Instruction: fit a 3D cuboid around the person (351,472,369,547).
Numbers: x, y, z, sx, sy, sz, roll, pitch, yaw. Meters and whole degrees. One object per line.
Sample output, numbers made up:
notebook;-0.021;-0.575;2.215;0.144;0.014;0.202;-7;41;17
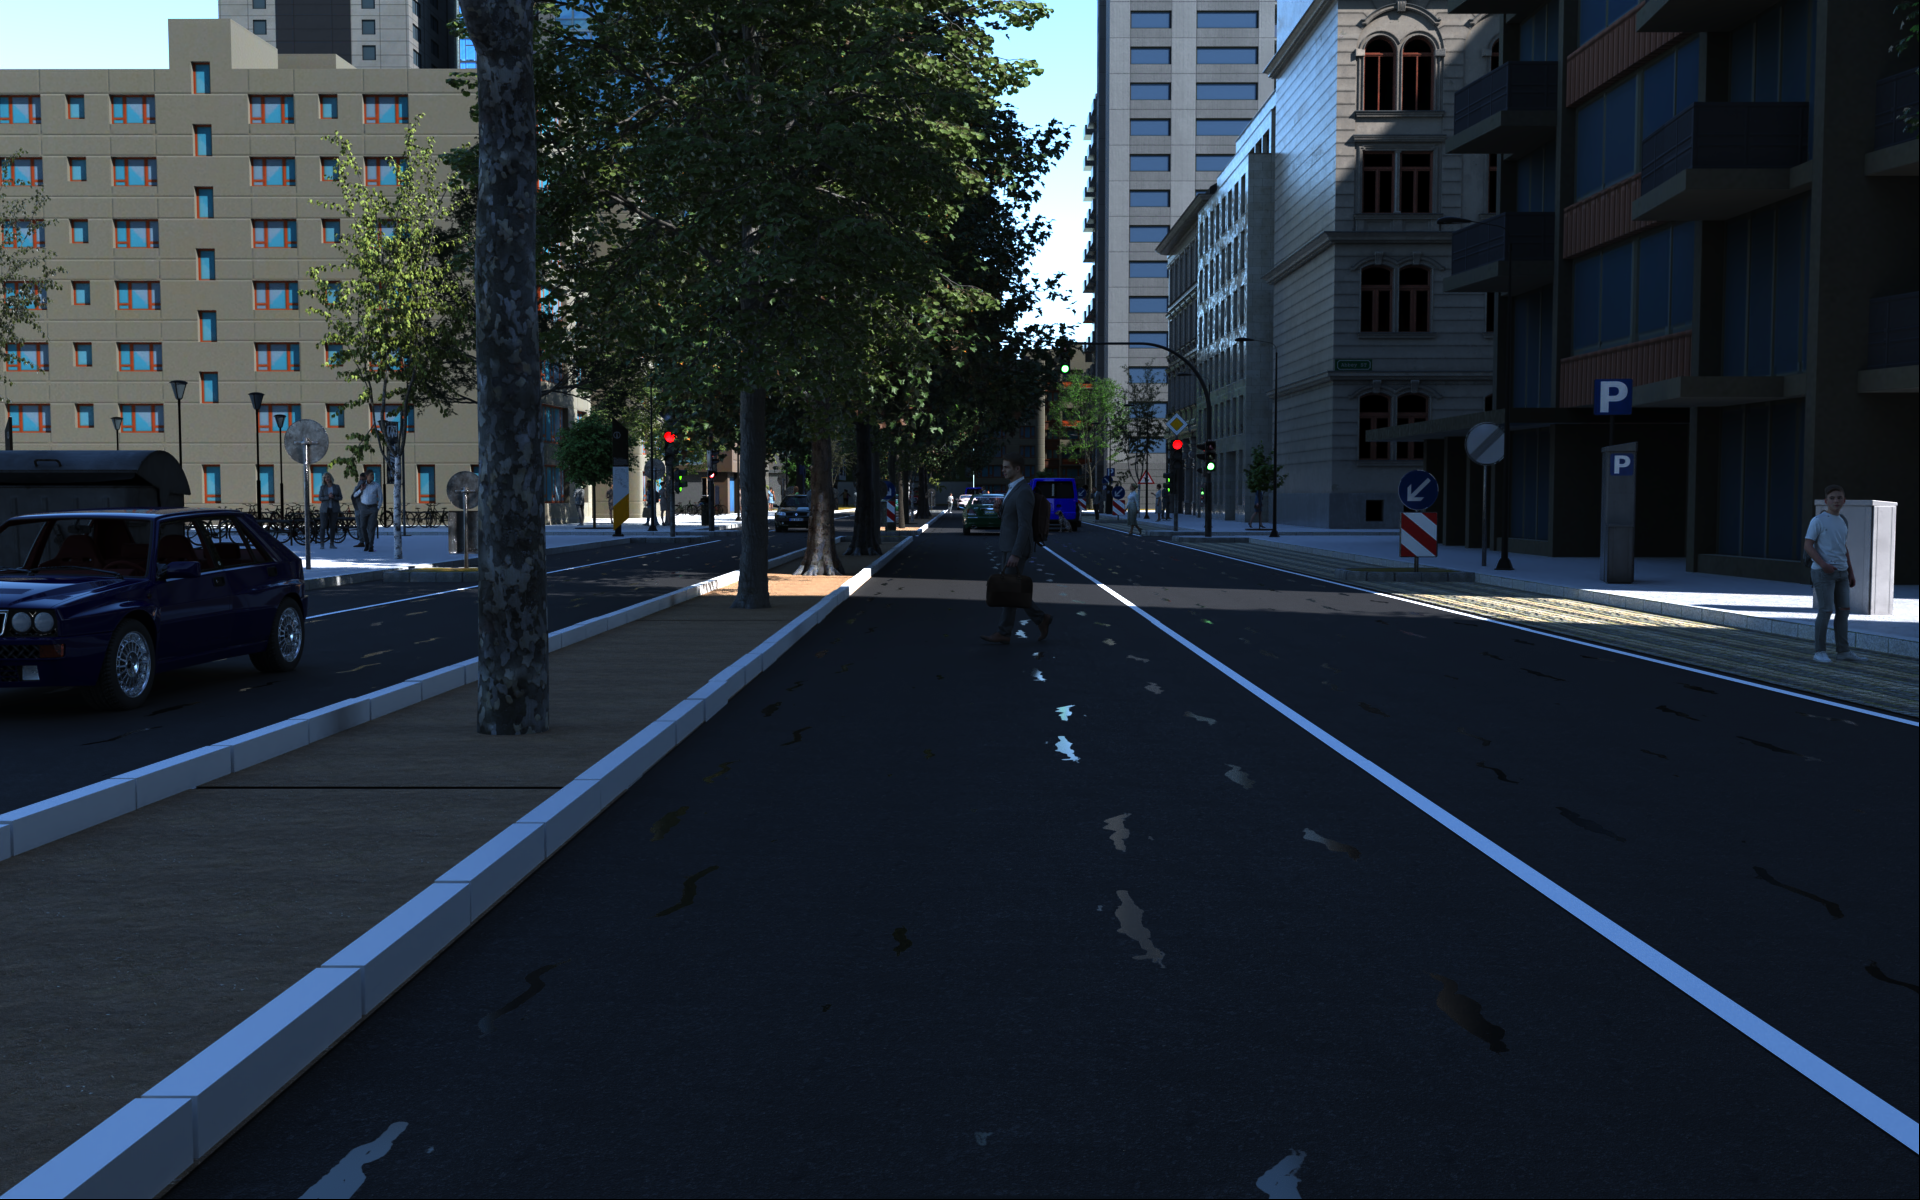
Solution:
person;-14.438;-2.176;41.799;0.511;1.800;0.466;0;4;4

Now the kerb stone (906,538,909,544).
kerb stone;-1.525;-1.534;47.272;0.120;0.150;1.000;0;4;0

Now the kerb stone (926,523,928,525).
kerb stone;-1.434;-2.885;69.364;0.120;0.150;1.000;0;4;0

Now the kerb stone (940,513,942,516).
kerb stone;-1.317;-4.953;103.171;0.120;0.150;1.000;0;4;0

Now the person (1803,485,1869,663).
person;7.426;-0.221;14.716;0.523;1.515;0.503;3;4;37

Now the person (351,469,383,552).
person;-13.244;-1.991;38.702;0.679;1.850;0.850;-1;4;-15

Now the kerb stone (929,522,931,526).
kerb stone;-1.423;-3.136;73.461;0.120;0.150;1.000;0;4;0

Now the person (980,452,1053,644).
person;0.571;-0.495;16.563;0.822;1.834;0.622;-1;4;-20

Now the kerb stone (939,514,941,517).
kerb stone;-1.322;-4.762;100.102;0.120;0.150;1.000;0;4;0

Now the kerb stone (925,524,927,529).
kerb stone;-1.450;-2.759;67.310;0.120;0.150;1.000;0;4;0

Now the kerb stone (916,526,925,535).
kerb stone;-1.464;-2.570;64.236;0.120;0.150;1.000;0;4;0

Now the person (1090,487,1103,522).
person;6.954;-4.876;88.409;0.473;1.802;0.592;-2;4;-31

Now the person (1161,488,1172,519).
person;10.674;-5.080;89.271;0.590;1.801;0.661;2;4;34

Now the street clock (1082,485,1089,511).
street clock;9.634;-7.856;133.009;0.471;2.002;0.358;0;4;5

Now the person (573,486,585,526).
person;-15.554;-3.938;70.610;0.537;1.800;0.526;-3;5;-43

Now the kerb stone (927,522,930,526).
kerb stone;-1.431;-3.010;71.412;0.120;0.150;1.000;0;4;0

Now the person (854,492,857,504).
person;-7.310;-7.070;124.187;0.635;1.810;0.391;0;4;8

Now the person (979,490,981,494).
person;1.373;-7.064;124.560;0.524;1.755;0.480;3;4;37

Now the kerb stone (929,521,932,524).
kerb stone;-1.417;-3.261;75.506;0.120;0.150;1.000;0;4;0

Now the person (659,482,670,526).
person;-11.834;-3.862;69.533;0.599;1.781;0.374;3;5;41

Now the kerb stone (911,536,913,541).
kerb stone;-1.510;-1.721;50.338;0.120;0.150;1.000;0;4;0

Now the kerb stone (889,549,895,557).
kerb stone;-1.556;-0.969;38.052;0.120;0.150;1.000;0;4;0

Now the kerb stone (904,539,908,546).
kerb stone;-1.530;-1.471;46.247;0.120;0.150;1.000;0;4;0

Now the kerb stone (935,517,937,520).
kerb stone;-1.375;-4.013;87.802;0.120;0.150;1.000;0;4;0

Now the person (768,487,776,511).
person;-14.112;-7.553;129.622;0.616;1.811;0.778;0;3;0

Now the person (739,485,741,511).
person;-11.866;-5.359;93.999;0.374;1.781;0.599;3;5;44

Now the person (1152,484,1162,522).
person;9.191;-4.545;80.928;0.524;1.755;0.480;0;4;-1

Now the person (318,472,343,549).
person;-14.767;-2.105;40.648;0.537;1.800;0.526;-1;4;-19

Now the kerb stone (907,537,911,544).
kerb stone;-1.521;-1.596;48.294;0.120;0.150;1.000;0;4;0

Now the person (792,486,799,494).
person;-7.464;-4.301;79.070;0.529;1.795;0.600;0;4;-3

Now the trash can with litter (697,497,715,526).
trash can with litter;-10.267;-3.593;70.132;0.624;1.170;1.055;0;4;-2

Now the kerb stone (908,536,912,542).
kerb stone;-1.512;-1.659;49.316;0.120;0.150;1.000;0;4;0

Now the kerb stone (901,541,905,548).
kerb stone;-1.534;-1.346;44.203;0.120;0.150;1.000;0;4;0

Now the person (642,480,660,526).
person;-12.063;-3.759;67.479;0.713;1.824;0.794;0;4;-3

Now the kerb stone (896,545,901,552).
kerb stone;-1.551;-1.158;41.124;0.120;0.150;1.000;0;4;0

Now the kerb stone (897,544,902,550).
kerb stone;-1.545;-1.220;42.147;0.120;0.150;1.000;0;4;0

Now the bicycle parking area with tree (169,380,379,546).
bicycle parking area with tree;-19.942;-3.636;46.445;9.016;4.147;8.231;1;4;12

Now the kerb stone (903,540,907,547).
kerb stone;-1.534;-1.403;45.225;0.120;0.150;1.000;0;4;0

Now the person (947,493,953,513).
person;-0.766;-7.358;131.396;0.503;1.515;0.523;-1;4;-14

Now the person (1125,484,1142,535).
person;6.061;-3.150;60.229;0.641;1.798;0.478;-1;4;-10

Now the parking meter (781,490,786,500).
parking meter;-10.991;-6.119;108.464;0.372;1.533;0.369;0;3;0

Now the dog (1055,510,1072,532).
dog;4.001;-2.937;64.864;0.800;0.831;0.513;3;5;42

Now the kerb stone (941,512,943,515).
kerb stone;-1.291;-5.266;108.297;0.120;0.150;1.000;0;4;0

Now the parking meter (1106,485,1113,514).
parking meter;9.566;-6.416;110.614;0.399;1.863;0.255;3;5;41

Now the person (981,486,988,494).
person;1.094;-4.287;78.712;0.853;1.813;0.709;0;4;4

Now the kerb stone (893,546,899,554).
kerb stone;-1.551;-1.091;40.098;0.120;0.150;1.000;0;4;0

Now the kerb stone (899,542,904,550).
kerb stone;-1.545;-1.283;43.179;0.120;0.150;1.000;0;4;0

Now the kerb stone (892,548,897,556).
kerb stone;-1.556;-1.032;39.074;0.120;0.150;1.000;0;4;0

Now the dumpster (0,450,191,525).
dumpster;-8.698;-0.538;17.013;1.865;1.857;1.264;0;3;0

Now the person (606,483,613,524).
person;-14.878;-4.157;74.351;0.599;1.781;0.374;1;4;16

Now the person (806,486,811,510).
person;-5.367;-3.342;63.331;0.473;1.802;0.592;0;4;-8

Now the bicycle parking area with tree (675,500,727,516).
bicycle parking area with tree;-18.097;-7.260;105.707;9.016;4.147;8.231;1;4;9
